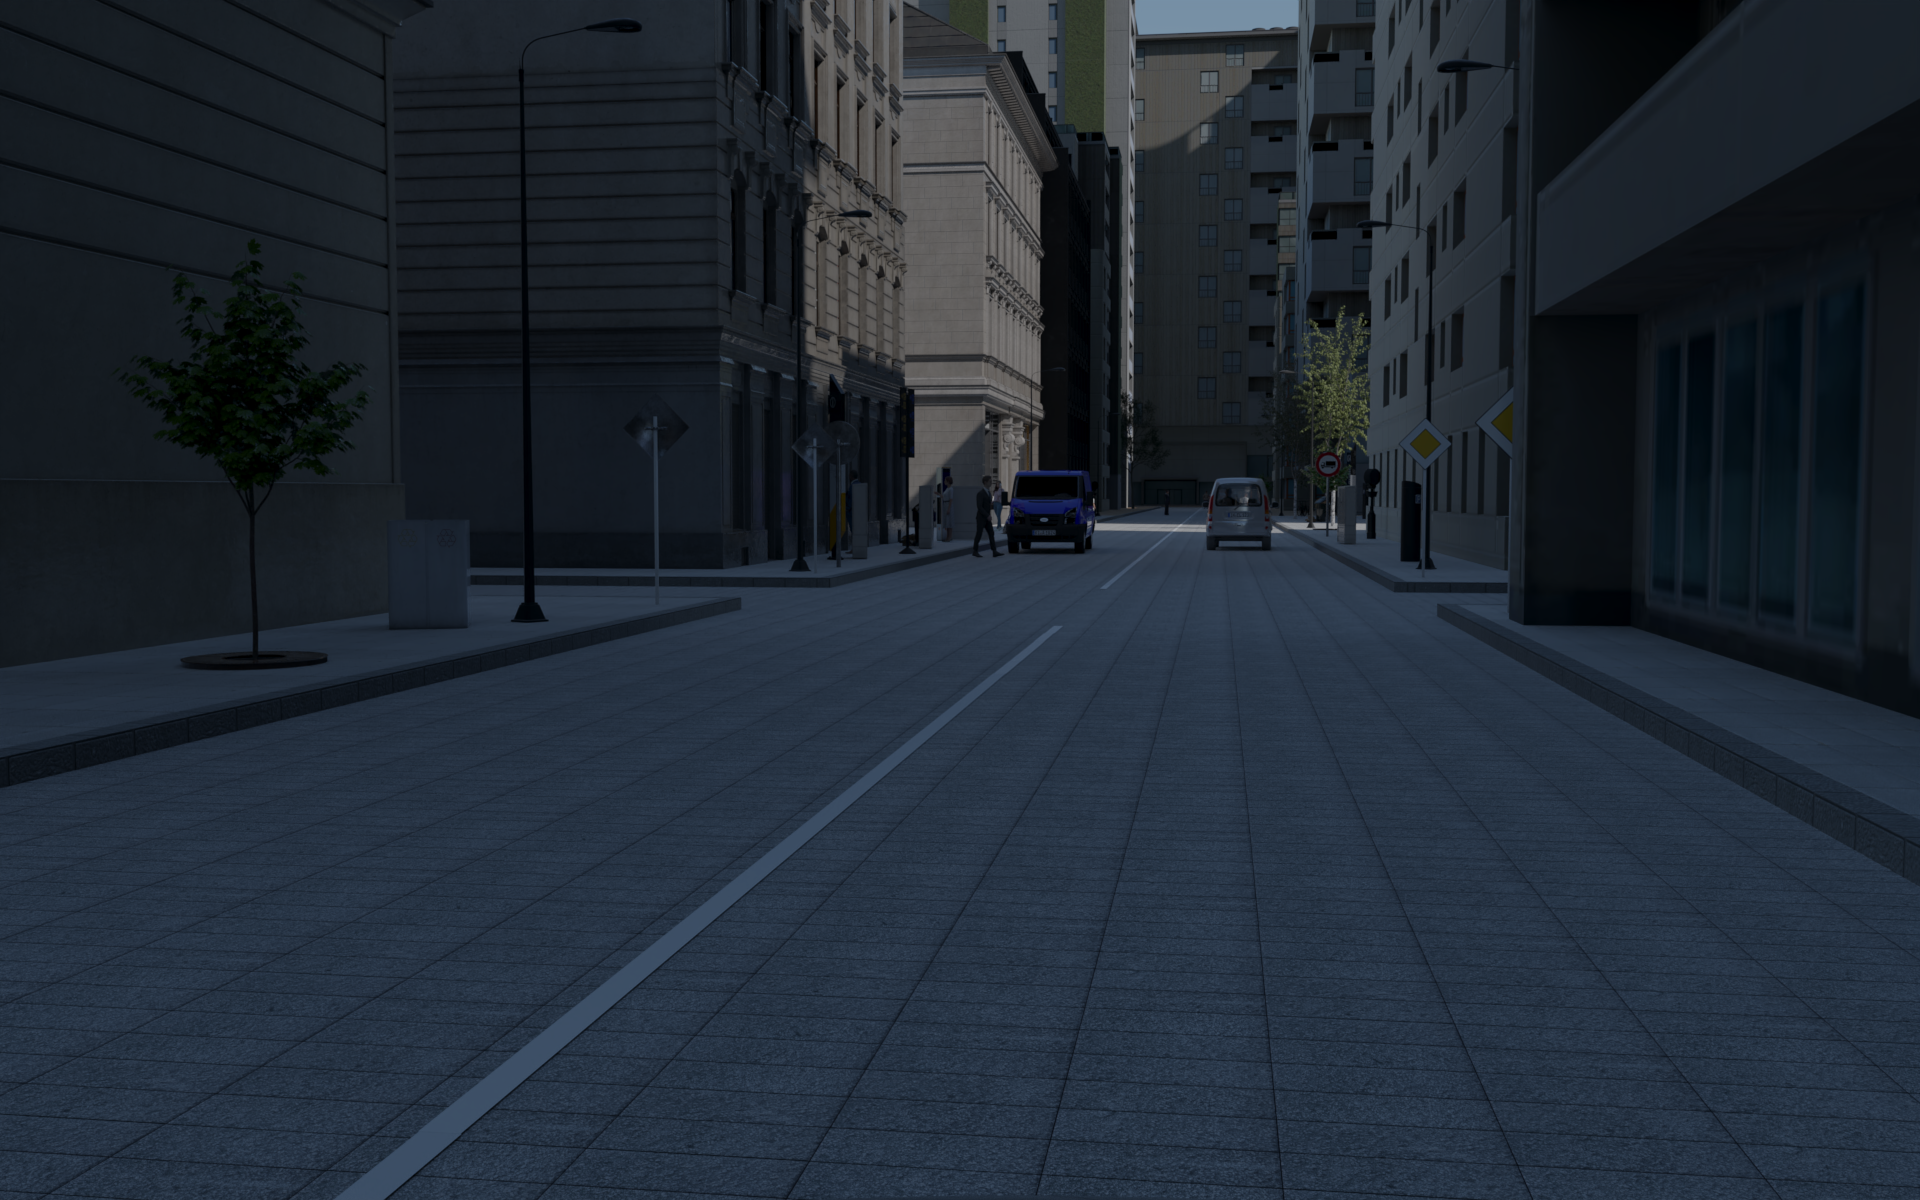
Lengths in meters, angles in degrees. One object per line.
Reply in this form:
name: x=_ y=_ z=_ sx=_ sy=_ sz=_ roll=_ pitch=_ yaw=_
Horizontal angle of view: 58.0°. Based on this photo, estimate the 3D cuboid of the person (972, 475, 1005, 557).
person: x=0.627 y=-1.888 z=39.143 sx=0.755 sy=1.850 sz=0.659 roll=2 pitch=4 yaw=27

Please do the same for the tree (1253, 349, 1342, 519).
tree: x=17.411 y=-8.449 z=88.502 sx=4.360 sy=8.622 sz=3.978 roll=0 pitch=3 yaw=0

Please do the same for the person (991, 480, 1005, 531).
person: x=1.338 y=-3.261 z=59.943 sx=0.643 sy=1.750 sz=0.593 roll=-3 pitch=5 yaw=-44

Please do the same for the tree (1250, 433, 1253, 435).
tree: x=18.534 y=-8.930 z=96.373 sx=4.360 sy=8.622 sz=3.978 roll=0 pitch=3 yaw=0

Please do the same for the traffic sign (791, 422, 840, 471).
traffic sign: x=-2.350 y=-1.577 z=27.970 sx=0.795 sy=2.593 sz=0.064 roll=1 pitch=4 yaw=8

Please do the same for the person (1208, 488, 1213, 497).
person: x=16.341 y=-6.355 z=112.276 sx=0.599 sy=1.838 sz=0.709 roll=1 pitch=4 yaw=11

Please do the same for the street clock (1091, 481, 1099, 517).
street clock: x=7.515 y=-5.661 z=97.123 sx=0.471 sy=2.002 sz=0.358 roll=-2 pitch=4 yaw=-29

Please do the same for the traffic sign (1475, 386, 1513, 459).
traffic sign: x=5.958 y=-1.006 z=18.641 sx=0.795 sy=2.593 sz=0.064 roll=1 pitch=4 yaw=8

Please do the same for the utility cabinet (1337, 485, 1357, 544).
utility cabinet: x=9.948 y=-2.197 z=44.604 sx=0.318 sy=1.500 sz=1.173 roll=0 pitch=4 yaw=3

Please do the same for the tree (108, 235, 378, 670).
tree: x=-5.197 y=-1.127 z=13.024 sx=1.663 sy=3.219 sz=1.824 roll=0 pitch=3 yaw=0

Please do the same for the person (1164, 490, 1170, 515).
person: x=14.001 y=-6.565 z=116.635 sx=0.445 sy=1.727 sz=0.742 roll=0 pitch=4 yaw=-6

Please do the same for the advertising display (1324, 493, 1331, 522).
advertising display: x=17.151 y=-4.624 z=80.821 sx=0.123 sy=1.923 sz=0.974 roll=0 pitch=4 yaw=-2

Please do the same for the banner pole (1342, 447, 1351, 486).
banner pole: x=20.456 y=-6.200 z=91.385 sx=0.863 sy=3.779 sz=0.401 roll=0 pitch=4 yaw=5

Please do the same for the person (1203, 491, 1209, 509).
person: x=24.095 y=-9.792 z=169.128 sx=0.617 sy=1.759 sz=0.750 roll=2 pitch=4 yaw=24

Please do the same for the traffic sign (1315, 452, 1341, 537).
traffic sign: x=11.083 y=-3.185 z=52.178 sx=0.768 sy=2.556 sz=0.104 roll=1 pitch=4 yaw=9

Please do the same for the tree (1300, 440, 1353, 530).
tree: x=13.202 y=-4.100 z=61.633 sx=1.663 sy=3.219 sz=1.824 roll=0 pitch=3 yaw=0

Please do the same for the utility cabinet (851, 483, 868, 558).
utility cabinet: x=-2.013 y=-1.589 z=34.656 sx=0.318 sy=1.500 sz=1.173 roll=0 pitch=4 yaw=-3

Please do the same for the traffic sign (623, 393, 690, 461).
traffic sign: x=-3.529 y=-1.094 z=20.072 sx=0.795 sy=2.593 sz=0.064 roll=1 pitch=4 yaw=8

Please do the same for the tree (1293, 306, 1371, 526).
tree: x=15.049 y=-7.248 z=68.862 sx=4.737 sy=8.622 sz=4.395 roll=0 pitch=3 yaw=0

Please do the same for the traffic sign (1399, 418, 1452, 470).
traffic sign: x=7.137 y=-1.489 z=26.538 sx=0.795 sy=2.593 sz=0.064 roll=1 pitch=4 yaw=8

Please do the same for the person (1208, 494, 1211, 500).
person: x=21.246 y=-8.320 z=145.471 sx=0.756 sy=1.711 sz=0.436 roll=-1 pitch=4 yaw=-10

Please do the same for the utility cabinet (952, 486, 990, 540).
utility cabinet: x=0.222 y=-2.398 z=47.890 sx=1.173 sy=1.500 sz=0.318 roll=1 pitch=4 yaw=10

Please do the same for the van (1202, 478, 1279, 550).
van: x=7.351 y=-2.352 z=45.465 sx=2.013 sy=2.044 sz=4.112 roll=1 pitch=4 yaw=10

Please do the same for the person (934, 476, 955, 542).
person: x=-0.399 y=-2.422 z=46.217 sx=0.524 sy=1.755 sz=0.480 roll=-1 pitch=4 yaw=-17

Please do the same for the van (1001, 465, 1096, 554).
van: x=2.314 y=-2.393 z=43.508 sx=2.240 sy=2.365 sz=5.245 roll=0 pitch=4 yaw=7

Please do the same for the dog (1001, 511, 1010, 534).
dog: x=1.469 y=-2.526 z=55.681 sx=0.800 sy=0.831 sz=0.513 roll=-1 pitch=4 yaw=-10

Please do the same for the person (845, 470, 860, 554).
person: x=-2.269 y=-1.899 z=37.267 sx=0.419 sy=1.800 sz=0.721 roll=1 pitch=4 yaw=8

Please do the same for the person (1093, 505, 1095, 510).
person: x=5.595 y=-3.893 z=74.741 sx=0.503 sy=1.515 sz=0.523 roll=1 pitch=4 yaw=15

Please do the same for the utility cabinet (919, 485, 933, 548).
utility cabinet: x=-0.814 y=-1.979 z=41.028 sx=0.318 sy=1.500 sz=1.173 roll=0 pitch=4 yaw=1

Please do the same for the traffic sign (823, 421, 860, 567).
traffic sign: x=-2.125 y=-1.844 z=30.248 sx=0.768 sy=2.556 sz=0.104 roll=1 pitch=4 yaw=13

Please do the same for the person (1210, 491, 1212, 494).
person: x=22.601 y=-8.950 z=155.500 sx=0.621 sy=1.740 sz=0.551 roll=-2 pitch=4 yaw=-28

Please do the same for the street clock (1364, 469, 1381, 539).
street clock: x=11.750 y=-2.743 z=49.415 sx=0.471 sy=2.002 sz=0.358 roll=-2 pitch=4 yaw=-35
